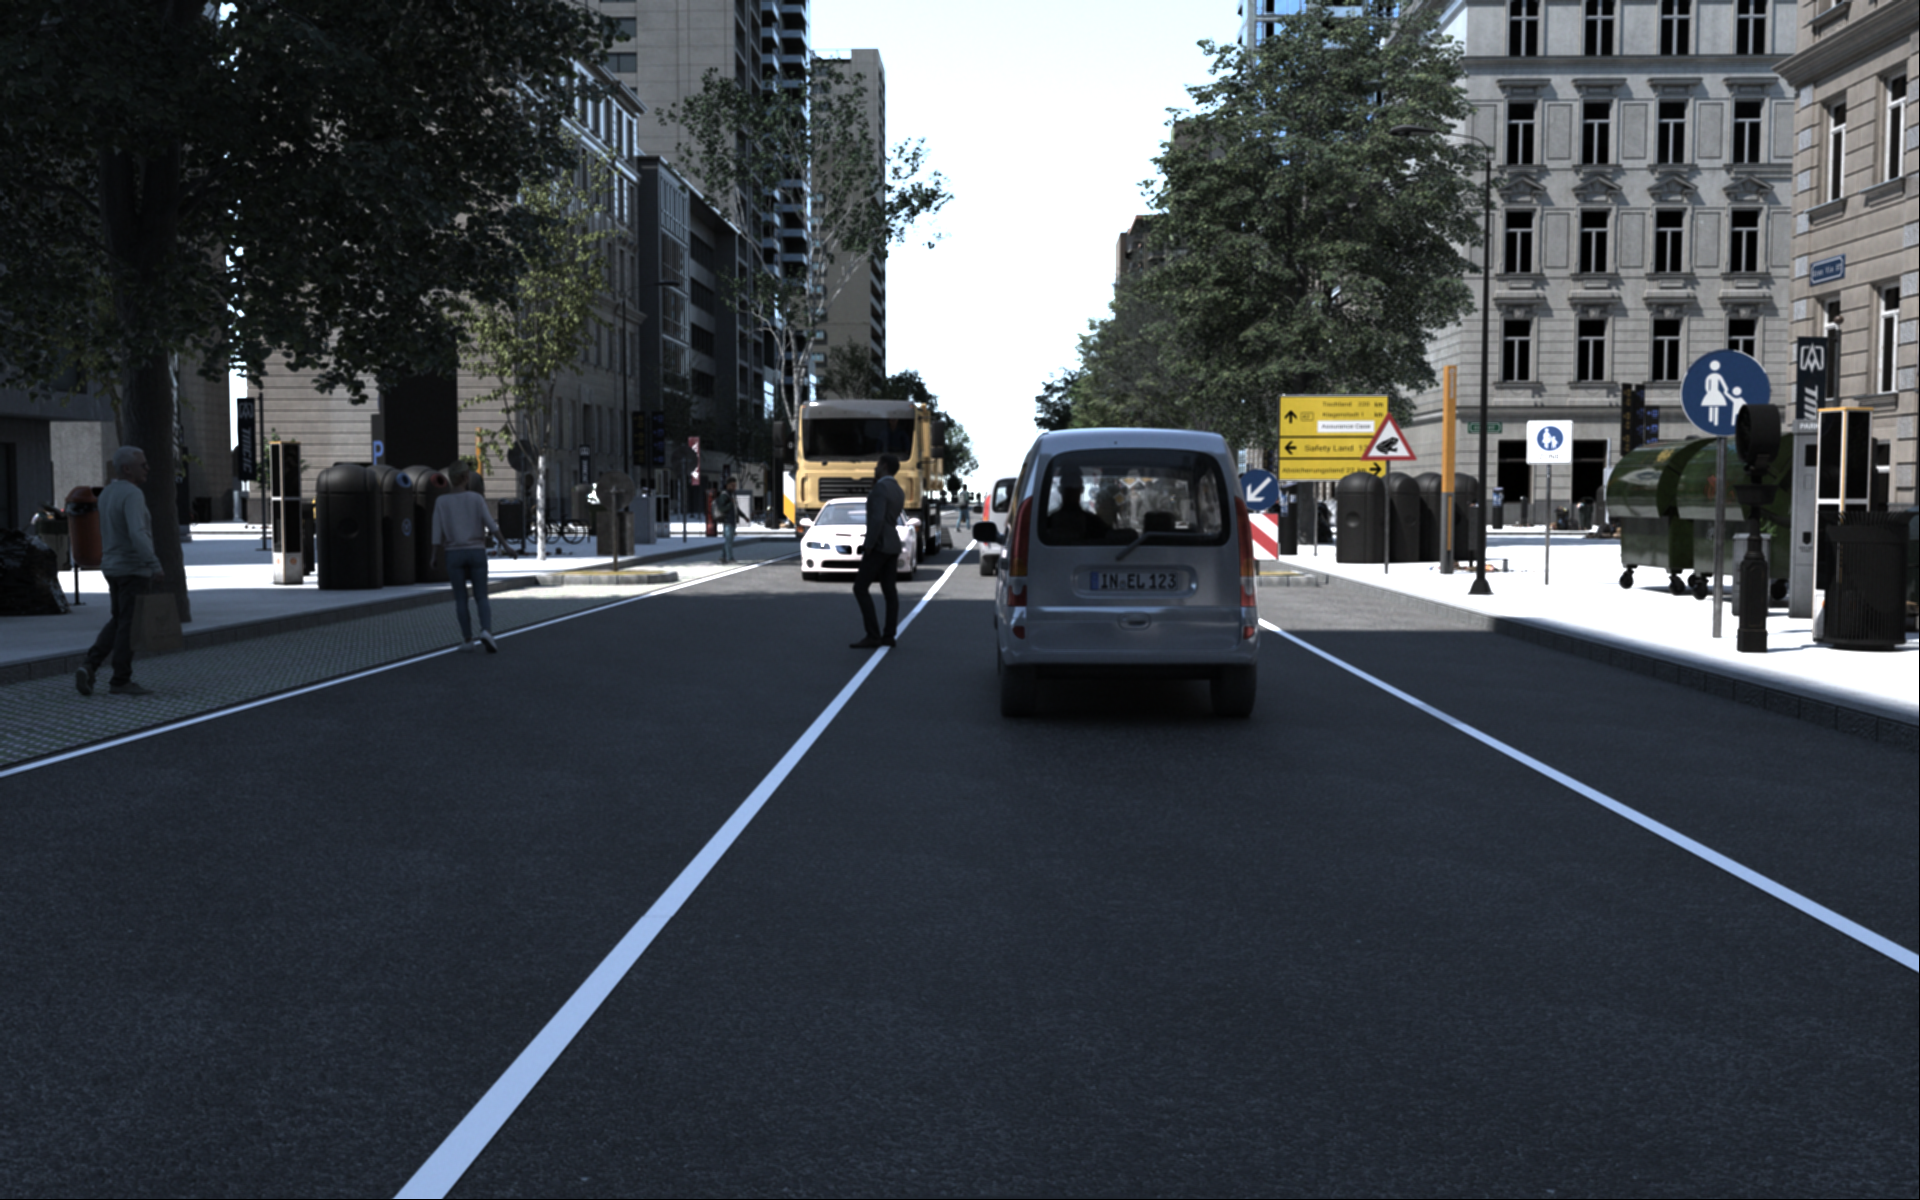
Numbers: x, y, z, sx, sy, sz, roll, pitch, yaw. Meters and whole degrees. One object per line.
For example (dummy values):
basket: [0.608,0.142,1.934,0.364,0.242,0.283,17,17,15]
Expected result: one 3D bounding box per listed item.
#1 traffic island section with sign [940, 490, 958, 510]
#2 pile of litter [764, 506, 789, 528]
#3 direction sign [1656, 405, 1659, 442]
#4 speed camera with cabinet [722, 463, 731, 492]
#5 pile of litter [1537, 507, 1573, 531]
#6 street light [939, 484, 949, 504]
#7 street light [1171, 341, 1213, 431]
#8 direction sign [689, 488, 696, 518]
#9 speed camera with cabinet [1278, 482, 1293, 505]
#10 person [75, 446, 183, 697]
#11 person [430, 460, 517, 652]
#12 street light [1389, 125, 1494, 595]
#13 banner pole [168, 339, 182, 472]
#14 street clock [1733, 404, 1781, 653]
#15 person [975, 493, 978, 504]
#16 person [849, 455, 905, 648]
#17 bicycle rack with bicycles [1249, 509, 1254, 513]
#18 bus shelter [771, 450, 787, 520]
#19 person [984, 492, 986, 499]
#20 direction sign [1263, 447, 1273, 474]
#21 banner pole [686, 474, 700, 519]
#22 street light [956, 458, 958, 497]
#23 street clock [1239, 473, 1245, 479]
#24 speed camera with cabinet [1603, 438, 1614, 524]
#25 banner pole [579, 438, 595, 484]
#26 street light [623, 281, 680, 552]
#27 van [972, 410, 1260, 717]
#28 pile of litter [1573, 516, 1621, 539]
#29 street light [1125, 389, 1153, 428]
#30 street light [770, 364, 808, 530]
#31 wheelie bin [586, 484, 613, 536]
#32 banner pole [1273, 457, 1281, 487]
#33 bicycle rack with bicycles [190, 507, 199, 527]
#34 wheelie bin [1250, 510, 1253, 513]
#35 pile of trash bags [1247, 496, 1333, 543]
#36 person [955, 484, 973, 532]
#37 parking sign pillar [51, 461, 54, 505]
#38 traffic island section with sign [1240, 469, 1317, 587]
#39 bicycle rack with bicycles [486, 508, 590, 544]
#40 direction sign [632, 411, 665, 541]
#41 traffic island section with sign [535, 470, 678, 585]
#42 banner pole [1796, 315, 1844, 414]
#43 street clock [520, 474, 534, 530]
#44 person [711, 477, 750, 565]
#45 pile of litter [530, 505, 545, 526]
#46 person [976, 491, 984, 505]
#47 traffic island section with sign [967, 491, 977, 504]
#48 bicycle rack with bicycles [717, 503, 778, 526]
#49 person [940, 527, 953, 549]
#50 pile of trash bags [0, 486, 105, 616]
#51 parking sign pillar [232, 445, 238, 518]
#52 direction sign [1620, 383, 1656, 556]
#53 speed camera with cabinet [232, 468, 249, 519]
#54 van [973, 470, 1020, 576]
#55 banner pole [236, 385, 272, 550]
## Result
traffic island section with sign: [-1.458,-9.296,160.624,1.989,1.847,2.006,0,4,2]
pile of litter: [-6.864,-3.139,65.285,1.176,0.858,1.719,1,4,9]
direction sign: [17.394,-3.199,44.307,0.876,3.537,0.379,0,4,4]
speed camera with cabinet: [-14.374,-7.055,109.686,0.660,3.252,2.038,1,4,21]
pile of litter: [21.116,-2.856,60.657,1.176,0.858,1.719,-3,5,-44]
street light: [-1.795,-13.722,196.902,1.470,5.913,1.316,0,4,2]
street light: [7.044,-4.876,52.270,1.470,5.913,1.316,0,4,2]
direction sign: [-14.619,-6.268,94.471,0.876,3.537,0.379,2,4,29]
speed camera with cabinet: [15.215,-5.354,81.877,2.038,3.252,0.660,-1,4,-12]
person: [-5.821,-0.190,12.098,0.782,1.767,0.515,3,5,40]
person: [-4.381,-0.400,15.712,0.731,1.740,0.598,-2,4,-31]
street light: [6.110,-3.023,21.974,1.470,5.913,1.316,0,4,2]
banner pole: [-10.957,-2.083,24.075,0.401,3.779,0.863,0,4,-6]
street clock: [6.429,-0.577,14.003,0.358,2.002,0.471,1,4,10]
person: [2.358,-14.624,249.073,0.593,1.643,0.415,1,4,14]
person: [-0.767,-0.462,16.239,0.473,1.802,0.592,3,4,38]
bicycle rack with bicycles: [17.007,-4.753,91.097,2.852,0.926,2.925,-2,4,-32]
bus shelter: [-8.351,-5.929,88.215,1.731,3.624,6.357,0,4,2]
person: [2.895,-11.662,199.850,0.721,1.739,1.217,-2,4,-24]
direction sign: [14.982,-5.647,84.320,0.379,3.537,0.876,3,5,40]
banner pole: [-13.489,-5.985,87.865,0.863,3.779,0.401,0,4,-6]
street light: [-1.010,-15.174,220.632,1.470,5.913,1.316,0,4,2]
street clock: [9.844,-3.388,59.972,0.358,2.002,0.471,-2,4,-35]
speed camera with cabinet: [22.883,-4.040,60.383,0.660,3.252,2.038,1,4,13]
banner pole: [-16.549,-5.333,77.209,0.863,3.779,0.401,-1,4,-12]
street light: [-6.782,-3.995,37.858,1.470,5.913,1.316,0,4,2]
van: [1.091,-0.337,12.527,2.013,2.044,4.112,0,4,1]
pile of litter: [18.780,-2.188,49.744,1.176,0.858,1.719,-2,4,-33]
street light: [7.825,-6.289,75.358,1.470,5.913,1.316,0,4,2]
street light: [-6.129,-5.485,62.216,1.470,5.913,1.316,0,4,2]
wheelie bin: [-11.051,-2.779,53.341,0.980,1.594,0.693,1,4,14]
banner pole: [18.949,-6.952,103.677,0.863,3.779,0.401,0,4,4]
bicycle rack with bicycles: [-31.761,-3.351,68.172,2.925,0.926,2.852,3,5,40]
wheelie bin: [17.680,-5.996,105.939,0.693,1.594,0.980,0,4,-7]
pile of trash bags: [9.601,-2.212,45.923,3.447,1.369,1.912,2,4,26]
person: [0.147,-3.458,65.031,0.713,1.824,0.794,-1,4,-19]
parking sign pillar: [-57.576,-7.284,107.570,1.447,3.967,1.447,1,4,23]
traffic island section with sign: [4.567,-1.170,27.757,1.989,1.847,2.006,0,4,2]
bicycle rack with bicycles: [-10.917,-1.948,45.240,2.925,0.926,2.852,2,4,27]
direction sign: [-8.494,-3.384,47.326,0.876,3.537,0.379,0,4,3]
traffic island section with sign: [-5.650,-1.188,28.047,1.989,1.847,2.006,0,4,2]
banner pole: [12.081,-2.099,24.334,0.863,3.779,0.401,-1,4,-9]
street clock: [-15.435,-3.498,61.758,0.358,2.002,0.471,2,4,30]
person: [-4.629,-1.588,34.809,0.721,1.781,0.623,0,4,5]
pile of litter: [-17.595,-3.473,70.753,1.176,0.858,1.719,2,4,30]
person: [2.319,-11.906,203.180,1.348,1.822,0.705,-3,5,-43]
traffic island section with sign: [2.009,-15.999,270.216,1.989,1.847,2.006,0,4,2]
bicycle rack with bicycles: [-8.807,-3.487,70.395,2.925,0.926,2.852,-2,4,-29]
person: [-0.880,-2.253,45.558,0.699,1.804,1.509,-2,4,-35]
pile of trash bags: [-10.422,-0.541,18.591,1.912,1.369,3.447,1,4,18]
parking sign pillar: [-40.104,-6.525,95.163,1.447,3.967,1.447,0,4,2]
direction sign: [13.827,-2.671,35.661,0.876,3.537,0.379,-3,5,-40]
speed camera with cabinet: [-37.846,-5.906,90.905,0.660,3.252,2.038,-3,4,-36]
van: [1.218,-1.507,31.648,2.013,2.044,4.112,0,4,2]
banner pole: [-16.113,-3.027,39.508,0.863,3.779,0.401,1,4,11]
